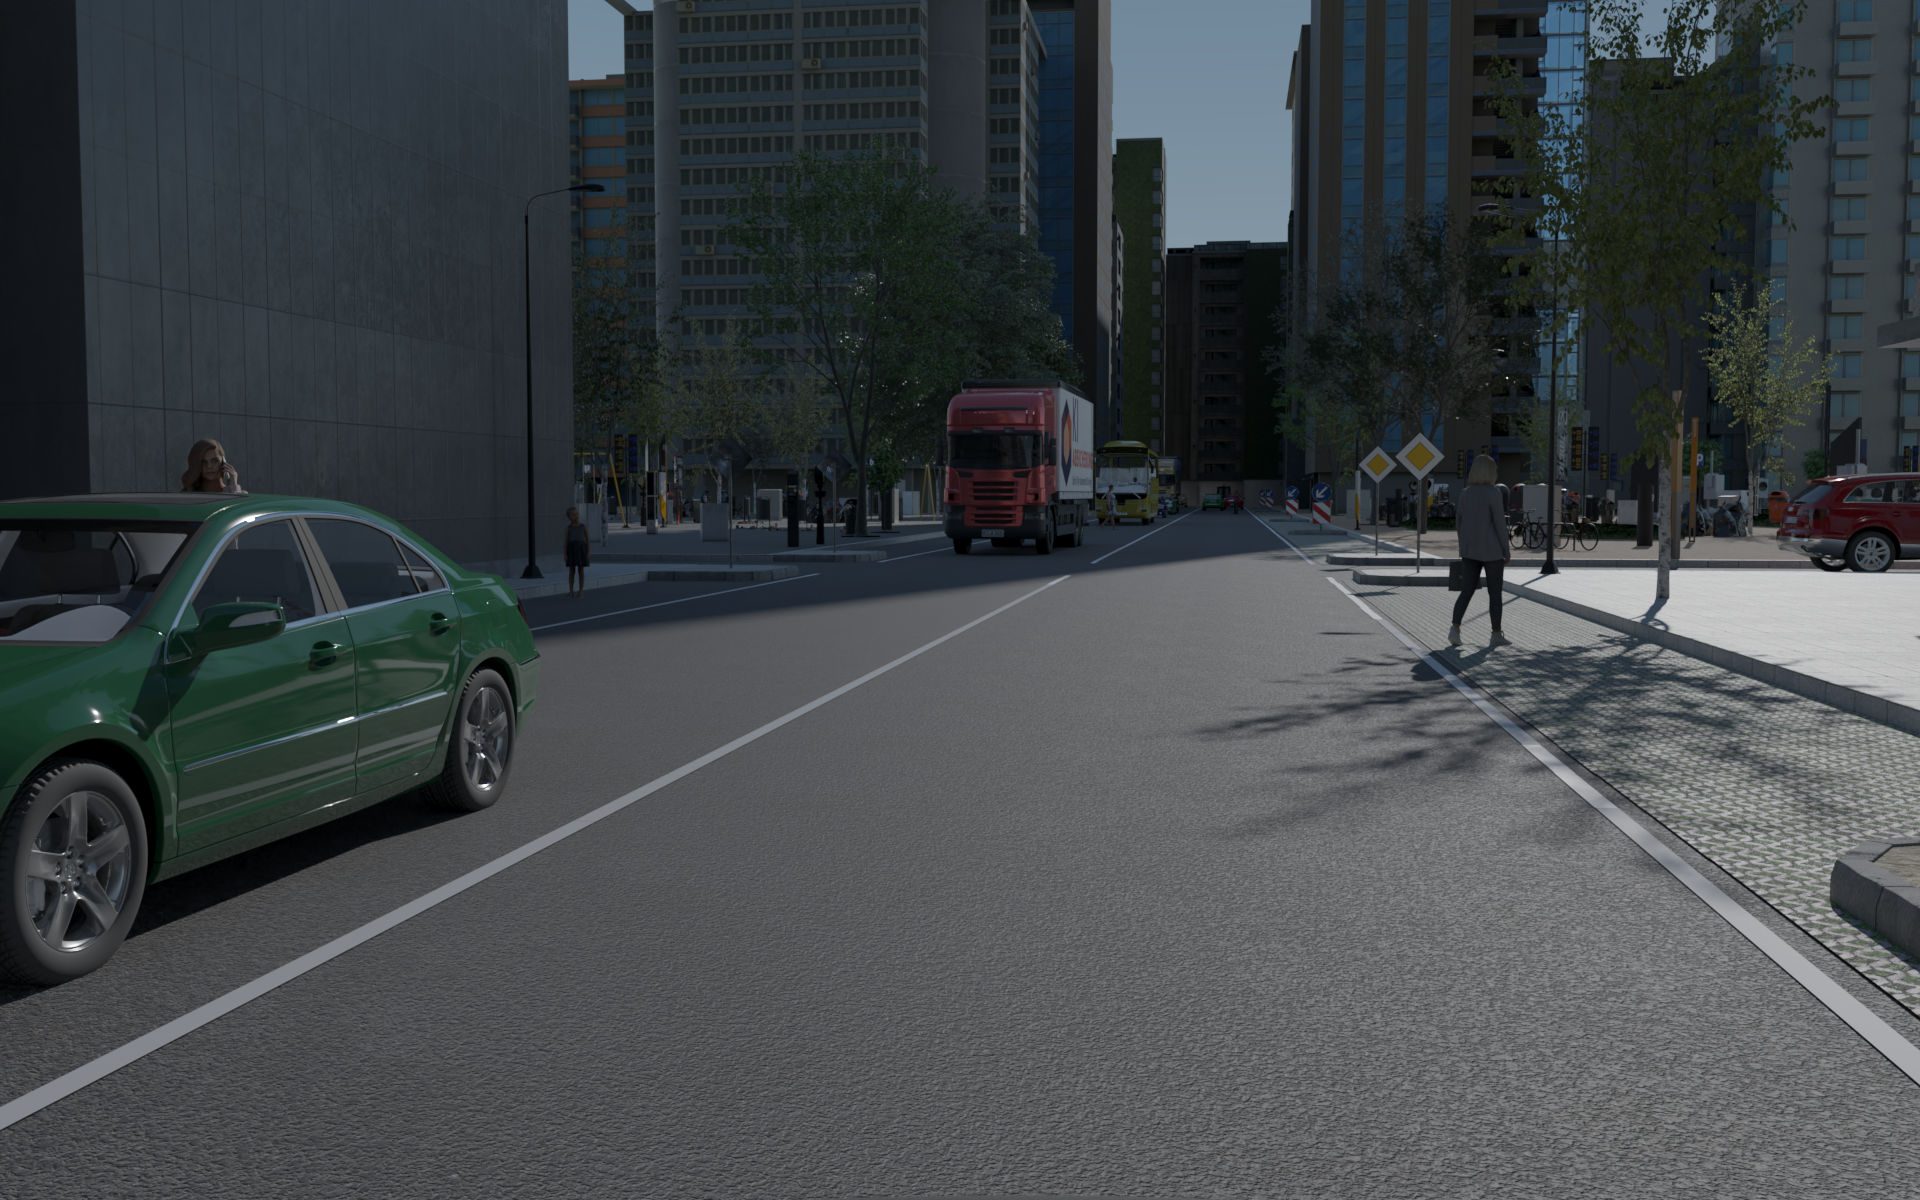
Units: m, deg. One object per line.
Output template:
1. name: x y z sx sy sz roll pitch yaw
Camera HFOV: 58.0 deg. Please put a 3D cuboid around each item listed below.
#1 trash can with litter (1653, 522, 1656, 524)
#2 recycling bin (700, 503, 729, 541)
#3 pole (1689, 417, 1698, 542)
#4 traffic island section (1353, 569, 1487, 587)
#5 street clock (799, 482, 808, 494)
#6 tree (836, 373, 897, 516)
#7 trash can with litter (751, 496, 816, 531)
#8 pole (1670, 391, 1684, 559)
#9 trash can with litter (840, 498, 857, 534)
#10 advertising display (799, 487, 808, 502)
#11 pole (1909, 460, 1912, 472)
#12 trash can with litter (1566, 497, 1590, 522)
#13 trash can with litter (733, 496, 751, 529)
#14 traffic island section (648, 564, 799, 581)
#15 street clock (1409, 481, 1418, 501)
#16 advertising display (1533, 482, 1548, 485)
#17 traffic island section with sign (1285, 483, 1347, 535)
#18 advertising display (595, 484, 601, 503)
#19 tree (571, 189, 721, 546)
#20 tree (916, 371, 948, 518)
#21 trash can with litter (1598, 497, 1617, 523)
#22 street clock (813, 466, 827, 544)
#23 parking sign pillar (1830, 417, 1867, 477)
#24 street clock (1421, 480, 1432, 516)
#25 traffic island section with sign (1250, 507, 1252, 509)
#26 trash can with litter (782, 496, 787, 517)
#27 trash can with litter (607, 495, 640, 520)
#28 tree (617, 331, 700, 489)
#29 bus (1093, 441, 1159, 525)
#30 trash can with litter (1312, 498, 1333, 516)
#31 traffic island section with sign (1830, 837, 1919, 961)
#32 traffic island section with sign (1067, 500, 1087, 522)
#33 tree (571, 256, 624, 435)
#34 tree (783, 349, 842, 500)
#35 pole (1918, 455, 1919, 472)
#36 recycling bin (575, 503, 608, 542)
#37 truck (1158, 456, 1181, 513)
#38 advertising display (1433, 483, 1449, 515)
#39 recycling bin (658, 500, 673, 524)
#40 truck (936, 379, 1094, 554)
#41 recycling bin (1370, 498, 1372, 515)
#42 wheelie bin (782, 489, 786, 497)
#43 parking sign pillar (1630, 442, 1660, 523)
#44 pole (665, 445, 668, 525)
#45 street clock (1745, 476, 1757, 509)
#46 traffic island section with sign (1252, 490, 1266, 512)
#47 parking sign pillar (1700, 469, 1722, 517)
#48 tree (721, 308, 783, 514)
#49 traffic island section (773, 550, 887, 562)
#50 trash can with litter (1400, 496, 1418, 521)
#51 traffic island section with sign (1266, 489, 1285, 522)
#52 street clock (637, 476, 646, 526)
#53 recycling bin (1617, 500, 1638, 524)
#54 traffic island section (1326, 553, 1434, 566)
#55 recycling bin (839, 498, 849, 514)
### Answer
1. trash can with litter: 26.770 -3.414 66.874 1.678 1.210 2.233 2 4 34
2. recycling bin: -6.721 -2.131 47.402 0.722 1.027 0.722 -1 4 -13
3. pole: 19.555 -3.201 46.171 0.158 3.312 0.155 0 3 0
4. traffic island section: 7.474 -0.361 28.185 2.009 0.180 2.903 1 4 9
5. street clock: -8.899 -5.737 98.362 0.471 2.002 0.358 2 4 27
6. tree: -5.306 -9.137 99.754 4.737 8.622 4.395 0 3 0
7. trash can with litter: -5.975 -3.023 60.481 2.233 1.210 1.678 0 4 2
8. pole: 14.160 -2.471 34.243 0.158 3.312 0.155 0 3 0
9. trash can with litter: -3.542 -2.667 54.988 0.624 1.170 1.055 -2 4 -25
10. advertising display: -10.448 -6.655 114.030 0.974 1.923 0.123 -2 4 -28
11. pole: 56.831 -6.719 103.693 0.158 3.312 0.155 0 3 0
12. trash can with litter: 25.426 -3.652 71.104 1.055 1.170 0.624 2 4 26
13. trash can with litter: -7.590 -3.236 63.967 2.233 1.210 1.678 1 4 16
14. traffic island section: -3.981 -0.469 29.956 2.009 0.180 2.903 1 4 9
15. street clock: 25.756 -5.742 98.449 0.471 2.002 0.358 -1 4 -17
16. advertising display: 30.874 -5.293 91.752 0.974 1.923 0.123 0 4 7
17. traffic island section with sign: 12.523 -3.185 60.711 1.989 1.847 2.006 1 4 9
18. advertising display: -22.314 -6.227 107.024 0.123 1.923 0.974 0 4 8
19. tree: -8.733 -5.651 42.759 4.360 8.622 3.978 0 3 0
20. tree: -1.077 -8.702 92.641 4.360 8.622 3.978 0 3 0
21. trash can with litter: 27.572 -3.783 73.236 1.055 1.170 0.624 0 4 -5
22. street clock: -3.567 -2.425 44.212 0.358 2.002 0.471 0 4 5
23. parking sign pillar: 31.412 -4.452 61.269 1.447 3.967 1.447 -1 4 -15
24. street clock: 22.918 -4.928 85.147 0.471 2.002 0.358 0 4 2
25. traffic island section with sign: 28.485 -9.486 163.727 1.989 1.847 2.006 1 4 9
26. trash can with litter: -9.619 -5.279 97.698 1.055 1.170 0.624 1 4 11
27. trash can with litter: -17.237 -4.653 87.128 2.233 1.210 1.678 1 4 14
28. tree: -13.960 -7.846 78.651 4.737 8.622 4.395 0 3 0
29. bus: 8.087 -5.616 83.361 2.896 3.916 12.252 1 4 8
30. trash can with litter: 20.262 -5.226 96.831 1.055 1.170 0.624 0 4 -7
31. traffic island section with sign: 3.967 0.195 5.446 1.989 1.847 2.006 1 4 9
32. traffic island section with sign: 5.510 -4.920 89.072 1.989 1.847 2.006 1 4 9
33. tree: -14.483 -7.483 56.756 7.601 10.594 8.767 0 4 6
34. tree: -8.091 -8.371 87.226 4.360 8.622 3.978 0 3 0
35. pole: 49.789 -5.878 89.942 0.158 3.312 0.155 0 3 0
36. recycling bin: -9.954 -2.079 46.552 0.722 1.027 0.722 3 4 39
37. truck: 15.257 -8.671 130.681 2.839 4.237 11.283 1 4 9
38. advertising display: 28.408 -5.942 102.365 0.974 1.923 0.123 0 4 -7
39. recycling bin: -13.061 -3.871 75.843 0.722 1.027 0.722 2 4 24
40. truck: 1.643 -3.408 44.627 2.839 4.237 11.283 1 4 10
41. recycling bin: 24.741 -5.666 105.186 0.722 1.027 0.722 -1 4 -10
42. wheelie bin: -11.175 -6.044 106.726 0.980 1.594 0.693 1 4 11
43. parking sign pillar: 30.514 -5.412 76.952 1.447 3.967 1.447 -3 4 -38
44. pole: -12.267 -4.775 71.906 0.158 3.312 0.155 0 3 0
45. street clock: 32.330 -4.052 70.817 0.471 2.002 0.358 -2 4 -33
46. traffic island section with sign: 24.299 -7.834 136.721 1.989 1.847 2.006 1 4 9
47. parking sign pillar: 41.340 -6.541 95.415 1.447 3.967 1.447 -2 4 -26
48. tree: -9.650 -7.285 69.466 4.360 8.622 3.978 0 3 0
49. traffic island section: -2.759 -0.952 37.848 2.009 0.180 2.903 1 4 9
50. trash can with litter: 18.670 -3.708 72.008 1.055 1.170 0.624 1 4 13
51. traffic island section with sign: 16.857 -4.897 88.686 1.989 1.847 2.006 1 4 9
52. street clock: -12.576 -3.930 68.827 0.471 2.002 0.358 2 4 28
53. recycling bin: 26.924 -3.506 69.872 0.722 1.027 0.722 1 4 19
54. traffic island section: 8.695 -0.844 36.076 2.009 0.180 2.903 1 4 9
55. recycling bin: -7.377 -6.071 111.819 0.722 1.027 0.722 1 4 10
